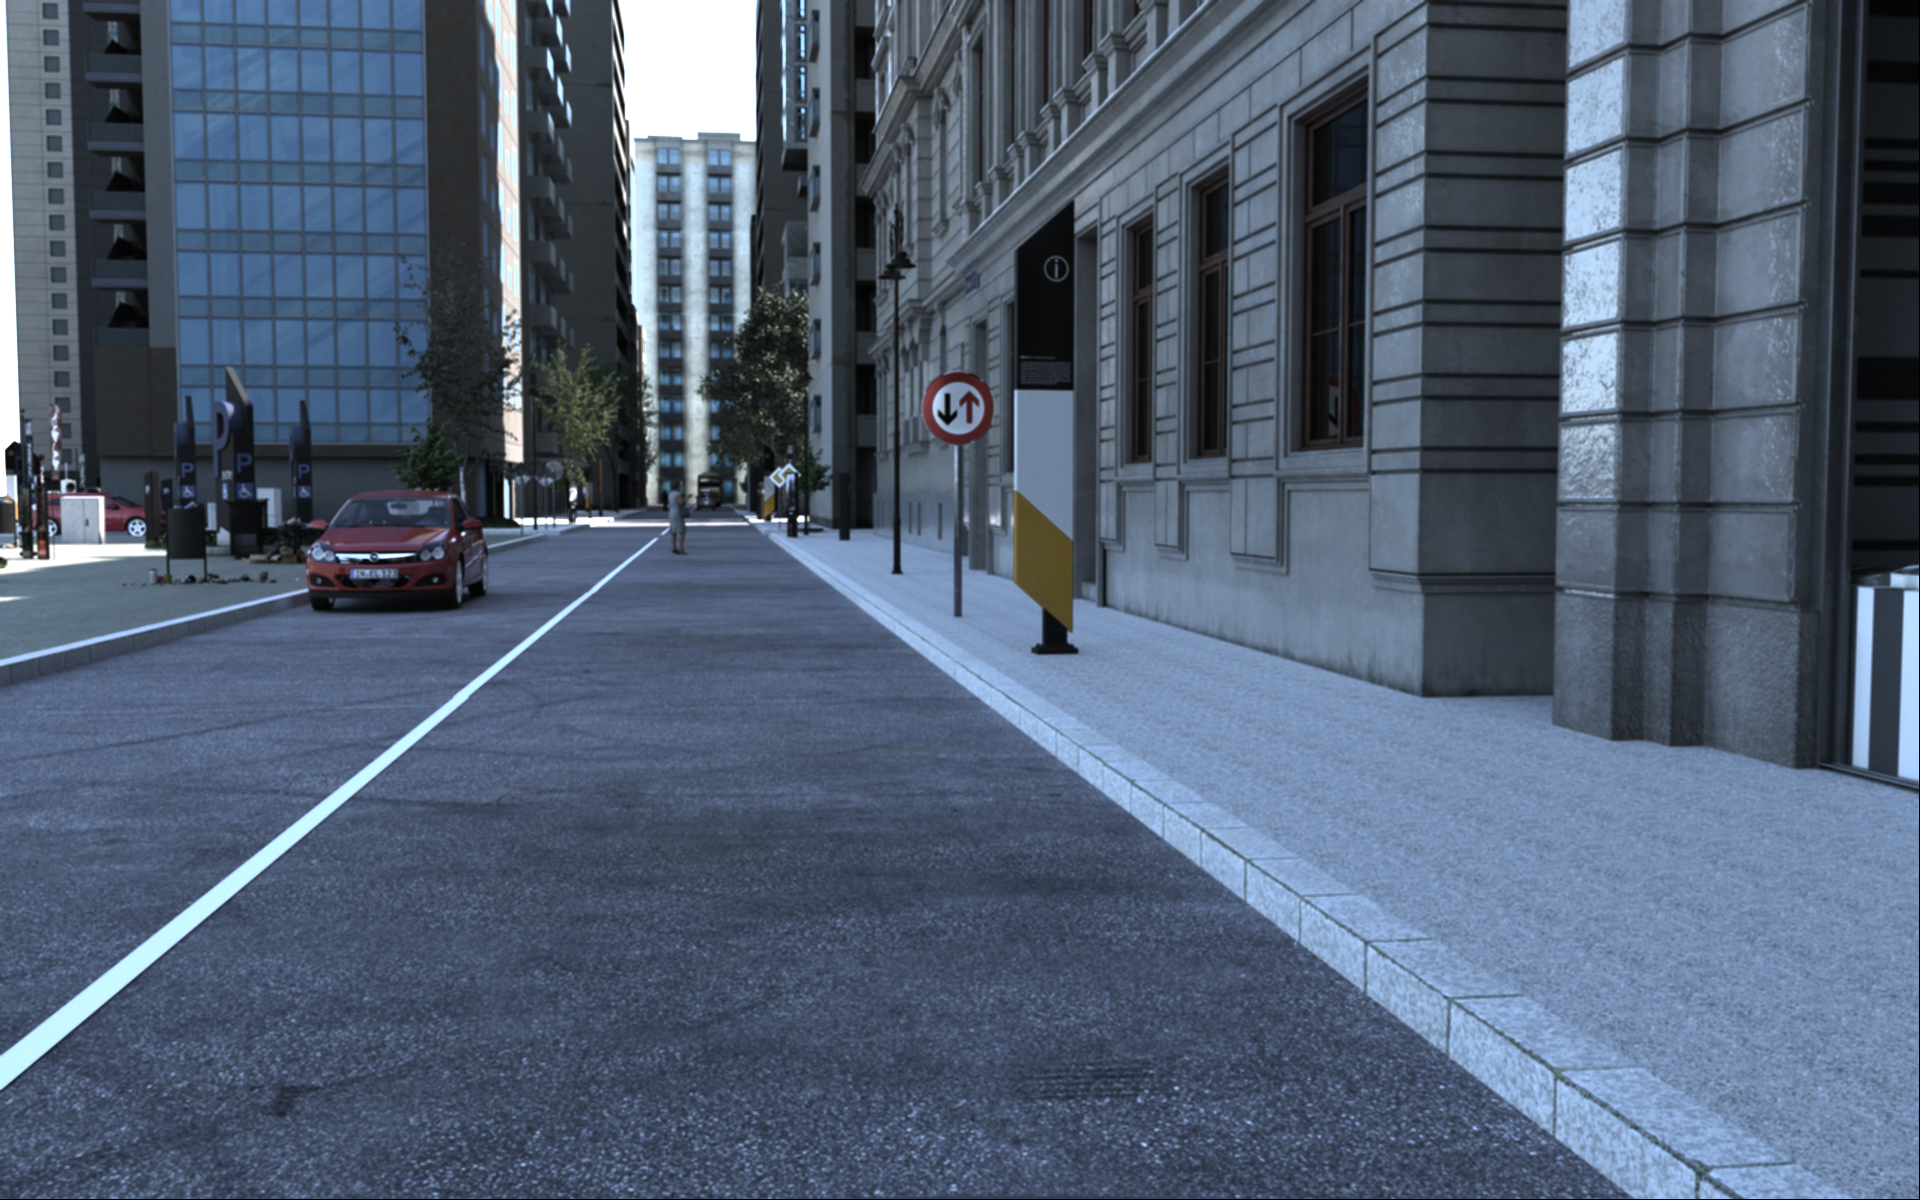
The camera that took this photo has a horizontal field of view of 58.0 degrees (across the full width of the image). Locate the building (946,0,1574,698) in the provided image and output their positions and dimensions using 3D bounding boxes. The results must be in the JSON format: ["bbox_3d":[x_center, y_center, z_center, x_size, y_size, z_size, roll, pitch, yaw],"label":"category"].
[{"bbox_3d":[6.432,-11.278,20.549,11.583,22.565,21.152,-1,4,-8],"label":"building"}]

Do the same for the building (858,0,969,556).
[{"bbox_3d":[5.019,-15.644,43.174,14.401,28.519,23.554,-1,4,-8],"label":"building"}]

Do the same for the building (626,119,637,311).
[{"bbox_3d":[-45.212,-33.751,201.934,14.200,45.320,14.600,-1,4,-8],"label":"building"}]

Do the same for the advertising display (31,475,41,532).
[{"bbox_3d":[-31.540,-3.299,59.150,0.123,1.923,0.974,-3,4,-38],"label":"advertising display"}]

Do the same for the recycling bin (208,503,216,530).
[{"bbox_3d":[-21.486,-2.315,50.408,0.722,1.027,0.722,-2,4,-23],"label":"recycling bin"}]

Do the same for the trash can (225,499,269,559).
[{"bbox_3d":[-14.079,-1.377,34.164,0.748,1.137,0.748,0,3,0],"label":"trash can"}]

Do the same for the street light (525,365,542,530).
[{"bbox_3d":[-15.306,-5.473,62.275,0.468,5.910,1.993,-1,4,-8],"label":"street light"}]

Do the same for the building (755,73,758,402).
[{"bbox_3d":[-12.575,-29.556,166.842,14.154,41.232,14.086,-1,4,-8],"label":"building"}]

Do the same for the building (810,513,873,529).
[{"bbox_3d":[4.257,-27.508,73.452,21.600,48.544,21.300,-1,4,-8],"label":"building"}]

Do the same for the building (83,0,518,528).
[{"bbox_3d":[-26.098,-25.753,71.181,14.600,45.320,14.200,-1,4,-8],"label":"building"}]

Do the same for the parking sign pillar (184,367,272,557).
[{"bbox_3d":[-15.156,-2.917,36.168,1.447,3.967,1.447,-3,5,-40],"label":"parking sign pillar"}]

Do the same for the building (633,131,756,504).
[{"bbox_3d":[-32.103,-37.431,231.610,30.456,49.044,23.786,-1,4,-8],"label":"building"}]

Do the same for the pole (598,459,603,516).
[{"bbox_3d":[-20.693,-6.474,99.692,0.158,3.312,0.155,0,3,0],"label":"pole"}]

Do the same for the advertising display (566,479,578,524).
[{"bbox_3d":[-16.967,-4.315,75.770,0.123,1.923,0.974,1,4,8],"label":"advertising display"}]

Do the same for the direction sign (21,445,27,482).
[{"bbox_3d":[-43.358,-5.414,80.515,0.379,3.537,0.876,0,3,0],"label":"direction sign"}]

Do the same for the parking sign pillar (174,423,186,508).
[{"bbox_3d":[-20.988,-3.578,46.971,1.447,3.967,1.447,-2,4,-27],"label":"parking sign pillar"}]

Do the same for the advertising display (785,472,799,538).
[{"bbox_3d":[-4.979,-2.824,51.378,0.123,1.923,0.974,-1,4,-22],"label":"advertising display"}]

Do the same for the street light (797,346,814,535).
[{"bbox_3d":[-4.827,-4.977,54.160,0.468,5.910,1.993,-1,4,-8],"label":"street light"}]

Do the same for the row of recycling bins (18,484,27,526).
[{"bbox_3d":[-38.202,-3.932,71.403,1.069,1.692,3.534,-2,4,-25],"label":"row of recycling bins"}]

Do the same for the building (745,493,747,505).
[{"bbox_3d":[-8.775,-31.176,201.603,32.217,40.220,23.993,-1,4,-8],"label":"building"}]

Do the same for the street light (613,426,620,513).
[{"bbox_3d":[-23.234,-8.840,117.319,0.468,5.910,1.993,-1,4,-8],"label":"street light"}]

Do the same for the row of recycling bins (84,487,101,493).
[{"bbox_3d":[-54.474,-6.228,108.943,1.069,1.692,3.534,-1,4,-19],"label":"row of recycling bins"}]

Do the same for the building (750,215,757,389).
[{"bbox_3d":[-14.927,-25.083,181.813,14.160,30.474,14.107,-1,4,-8],"label":"building"}]

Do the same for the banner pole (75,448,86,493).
[{"bbox_3d":[-47.862,-6.374,94.230,0.863,3.779,0.401,1,4,22],"label":"banner pole"}]

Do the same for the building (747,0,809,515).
[{"bbox_3d":[-3.386,-49.309,118.879,22.319,86.520,31.000,-1,4,-8],"label":"building"}]

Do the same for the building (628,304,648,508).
[{"bbox_3d":[-45.368,-19.884,170.146,27.650,21.520,28.899,-1,4,-8],"label":"building"}]

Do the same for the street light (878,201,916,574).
[{"bbox_3d":[-1.012,-3.358,27.690,0.468,5.910,1.993,-1,4,-8],"label":"street light"}]

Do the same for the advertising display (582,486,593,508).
[{"bbox_3d":[-28.657,-7.837,133.341,0.974,1.923,0.123,2,4,32],"label":"advertising display"}]

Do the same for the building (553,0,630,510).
[{"bbox_3d":[-39.098,-31.856,144.555,21.300,48.544,21.600,-1,4,-8],"label":"building"}]

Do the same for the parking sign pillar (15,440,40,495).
[{"bbox_3d":[-46.780,-6.014,86.794,1.447,3.967,1.447,0,4,7],"label":"parking sign pillar"}]

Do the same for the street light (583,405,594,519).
[{"bbox_3d":[-19.289,-7.179,90.158,0.468,5.910,1.993,-1,4,-8],"label":"street light"}]

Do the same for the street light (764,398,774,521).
[{"bbox_3d":[-9.177,-6.782,83.681,0.468,5.910,1.993,-1,4,-8],"label":"street light"}]

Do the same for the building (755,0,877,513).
[{"bbox_3d":[-6.557,-32.158,149.488,21.300,48.544,21.600,-1,4,-8],"label":"building"}]

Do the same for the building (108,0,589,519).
[{"bbox_3d":[-34.523,-29.409,100.443,23.786,49.044,30.456,-1,4,-8],"label":"building"}]

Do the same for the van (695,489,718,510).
[{"bbox_3d":[-22.757,-9.072,155.337,2.013,2.044,4.112,0,4,-7],"label":"van"}]

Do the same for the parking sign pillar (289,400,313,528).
[{"bbox_3d":[-18.739,-3.719,49.276,1.447,3.967,1.447,-2,4,-26],"label":"parking sign pillar"}]

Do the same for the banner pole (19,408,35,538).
[{"bbox_3d":[-27.216,-3.703,50.557,0.863,3.779,0.401,3,4,39],"label":"banner pole"}]

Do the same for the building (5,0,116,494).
[{"bbox_3d":[-89.866,-46.051,191.183,20.611,71.187,20.563,-1,4,-8],"label":"building"}]

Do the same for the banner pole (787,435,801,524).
[{"bbox_3d":[-7.170,-5.143,74.097,0.401,3.779,0.863,-3,5,-41],"label":"banner pole"}]

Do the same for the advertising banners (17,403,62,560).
[{"bbox_3d":[-18.047,-2.313,33.999,2.074,3.025,0.090,3,5,41],"label":"advertising banners"}]

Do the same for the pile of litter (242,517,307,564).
[{"bbox_3d":[-12.615,-1.111,32.135,1.176,0.858,1.719,-3,5,-42],"label":"pile of litter"}]
